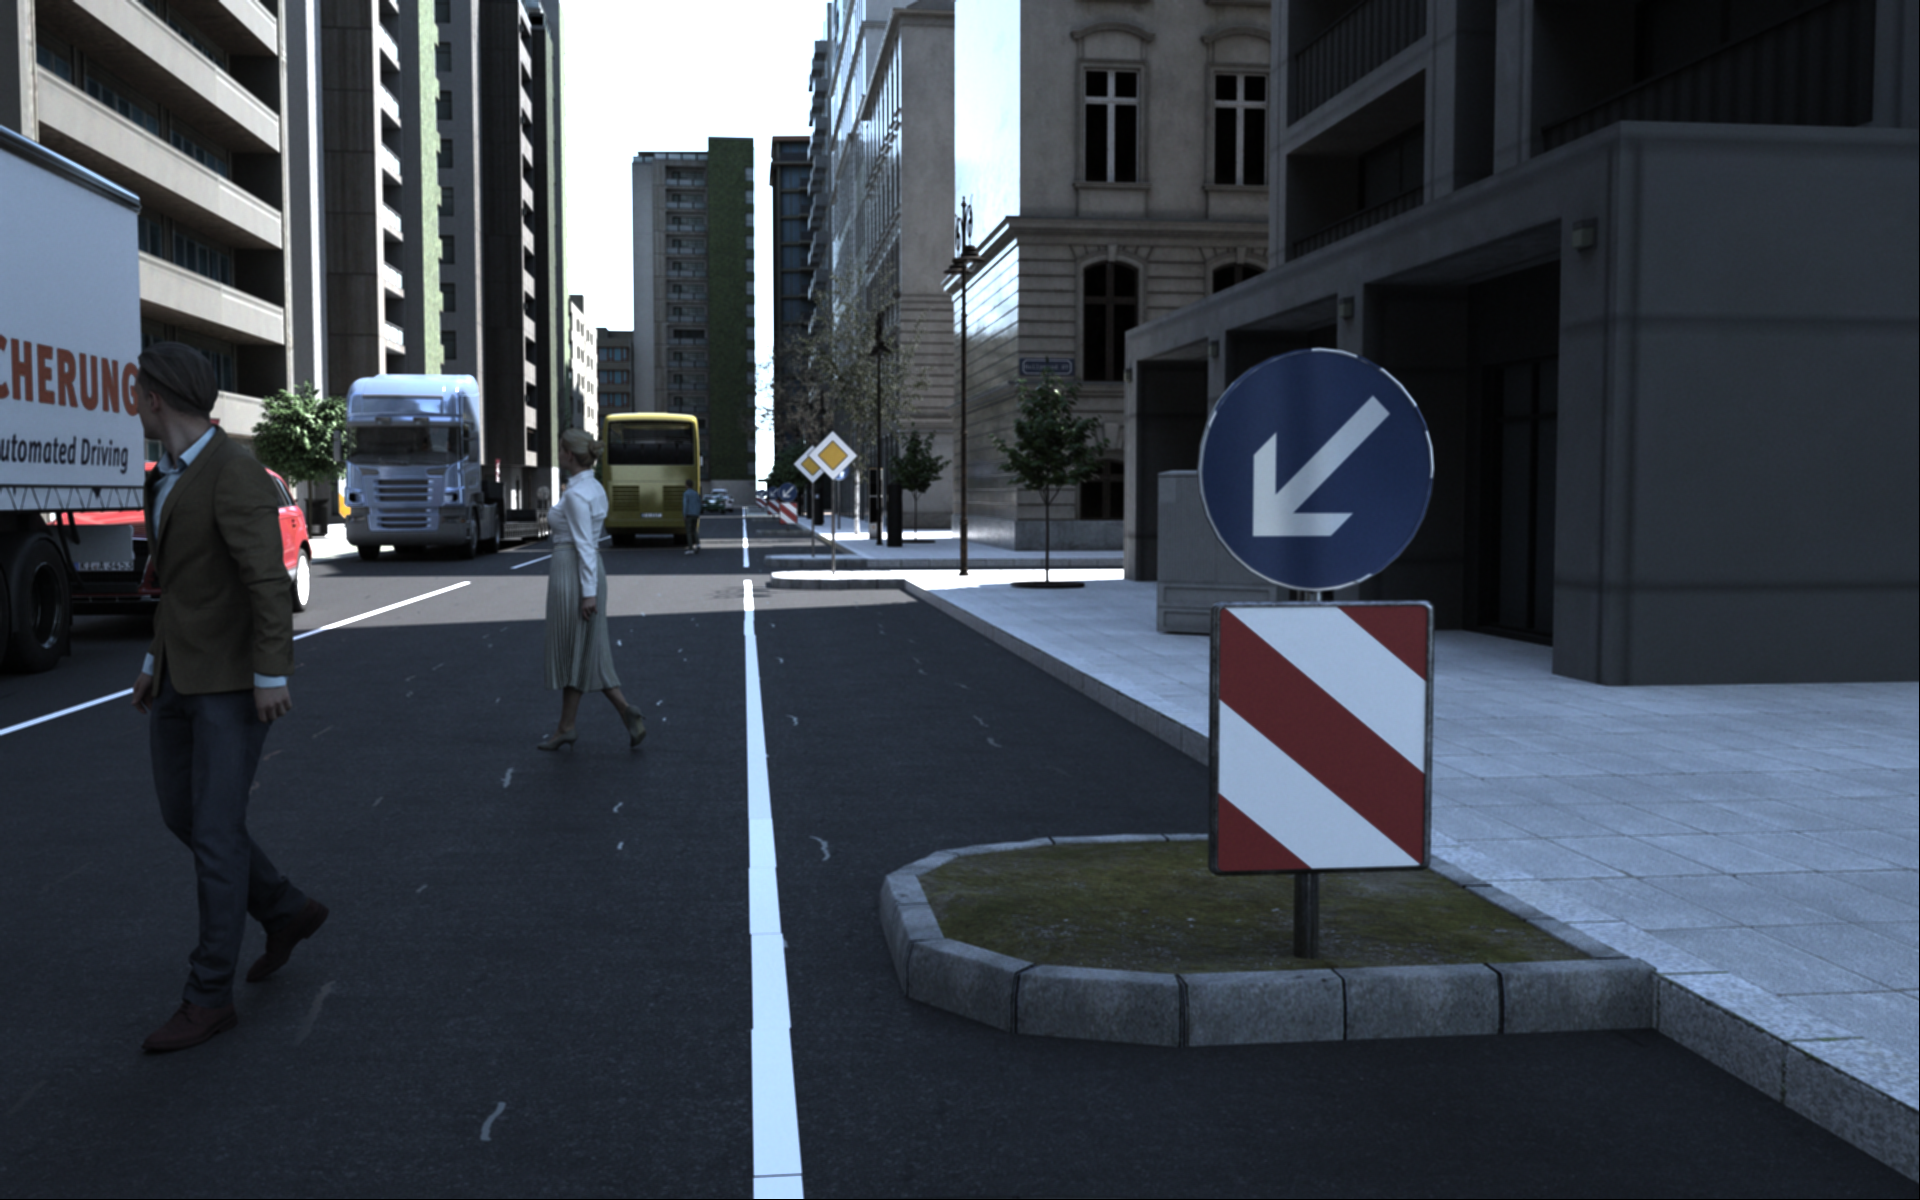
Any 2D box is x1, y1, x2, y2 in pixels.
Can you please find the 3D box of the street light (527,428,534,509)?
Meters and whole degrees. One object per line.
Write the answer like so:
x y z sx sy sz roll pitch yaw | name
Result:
-24.736 -7.747 99.446 0.468 5.910 1.993 0 4 -7 | street light

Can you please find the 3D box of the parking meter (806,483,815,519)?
-7.706 -5.119 89.400 0.399 1.863 0.255 -3 5 -42 | parking meter

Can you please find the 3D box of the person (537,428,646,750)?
-2.063 -0.059 9.684 0.641 1.798 0.478 1 4 15 | person

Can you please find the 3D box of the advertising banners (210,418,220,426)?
-17.534 -2.633 39.231 0.090 3.025 2.074 1 4 23 | advertising banners

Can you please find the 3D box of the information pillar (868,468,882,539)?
-2.414 -2.755 49.541 0.304 2.012 0.304 1 4 22 | information pillar

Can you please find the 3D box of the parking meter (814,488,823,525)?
-5.836 -3.846 71.288 0.372 1.533 0.369 0 3 0 | parking meter

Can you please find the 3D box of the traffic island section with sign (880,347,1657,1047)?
0.771 0.194 5.464 1.989 1.847 2.006 0 4 -7 | traffic island section with sign

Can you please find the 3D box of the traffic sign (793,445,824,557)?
-2.997 -1.933 35.248 0.795 2.450 0.064 0 4 -7 | traffic sign

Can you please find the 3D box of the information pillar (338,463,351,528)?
-23.411 -4.557 65.866 0.183 3.616 0.504 2 4 34 | information pillar

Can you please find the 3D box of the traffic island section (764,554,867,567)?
-2.975 -0.798 35.328 2.009 0.180 2.903 0 4 -7 | traffic island section

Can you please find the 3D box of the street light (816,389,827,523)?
-6.071 -6.331 76.307 0.468 5.910 1.993 0 4 -7 | street light

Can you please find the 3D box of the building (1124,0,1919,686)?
13.880 -35.283 15.136 20.563 71.187 20.611 0 4 -7 | building

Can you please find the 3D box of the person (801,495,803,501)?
-17.159 -11.075 190.520 0.436 1.711 0.756 2 4 32 | person

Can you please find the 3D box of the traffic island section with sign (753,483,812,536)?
-6.115 -3.163 60.343 1.989 1.847 2.006 0 4 -7 | traffic island section with sign

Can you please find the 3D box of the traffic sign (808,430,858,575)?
-2.003 -1.448 27.325 0.795 2.450 0.064 0 4 -7 | traffic sign

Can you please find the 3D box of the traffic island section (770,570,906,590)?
-1.981 -0.313 27.405 2.009 0.180 2.903 0 4 -7 | traffic island section

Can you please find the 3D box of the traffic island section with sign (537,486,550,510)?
-20.742 -4.757 86.406 1.989 1.847 2.006 0 4 -7 | traffic island section with sign

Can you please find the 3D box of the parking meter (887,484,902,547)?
-1.591 -2.065 42.179 0.372 1.533 0.369 0 3 0 | parking meter

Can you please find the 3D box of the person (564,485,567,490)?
-15.827 -3.719 69.505 0.583 1.804 0.606 -3 5 -41 | person

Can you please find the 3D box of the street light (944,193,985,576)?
0.061 -3.317 27.014 0.468 5.910 1.993 0 4 -7 | street light

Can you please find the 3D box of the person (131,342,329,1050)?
-2.064 0.222 4.785 0.656 1.842 0.836 1 4 12 | person

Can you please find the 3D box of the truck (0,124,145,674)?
-8.068 -1.316 10.433 2.839 4.237 11.283 0 4 -7 | truck

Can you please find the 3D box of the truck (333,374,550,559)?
-12.830 -3.372 44.889 2.967 4.110 18.799 0 4 -8 | truck

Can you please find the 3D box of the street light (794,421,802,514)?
-10.234 -8.338 109.117 0.468 5.910 1.993 0 4 -7 | street light

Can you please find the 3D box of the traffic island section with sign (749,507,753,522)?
-9.584 -4.852 87.966 1.989 1.847 2.006 0 4 -7 | traffic island section with sign

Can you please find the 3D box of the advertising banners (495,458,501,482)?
-22.844 -5.388 84.282 0.090 3.025 2.074 1 4 14 | advertising banners

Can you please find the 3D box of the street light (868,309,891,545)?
-2.032 -4.324 43.482 0.468 5.910 1.993 0 4 -7 | street light

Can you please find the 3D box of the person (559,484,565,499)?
-16.177 -3.831 70.912 0.659 1.850 0.755 1 4 22 | person

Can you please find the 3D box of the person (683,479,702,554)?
-6.415 -1.994 41.447 0.601 1.785 0.444 -3 5 -41 | person

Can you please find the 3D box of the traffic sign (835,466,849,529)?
-4.396 -3.839 62.877 0.768 2.556 0.104 0 4 -5 | traffic sign
